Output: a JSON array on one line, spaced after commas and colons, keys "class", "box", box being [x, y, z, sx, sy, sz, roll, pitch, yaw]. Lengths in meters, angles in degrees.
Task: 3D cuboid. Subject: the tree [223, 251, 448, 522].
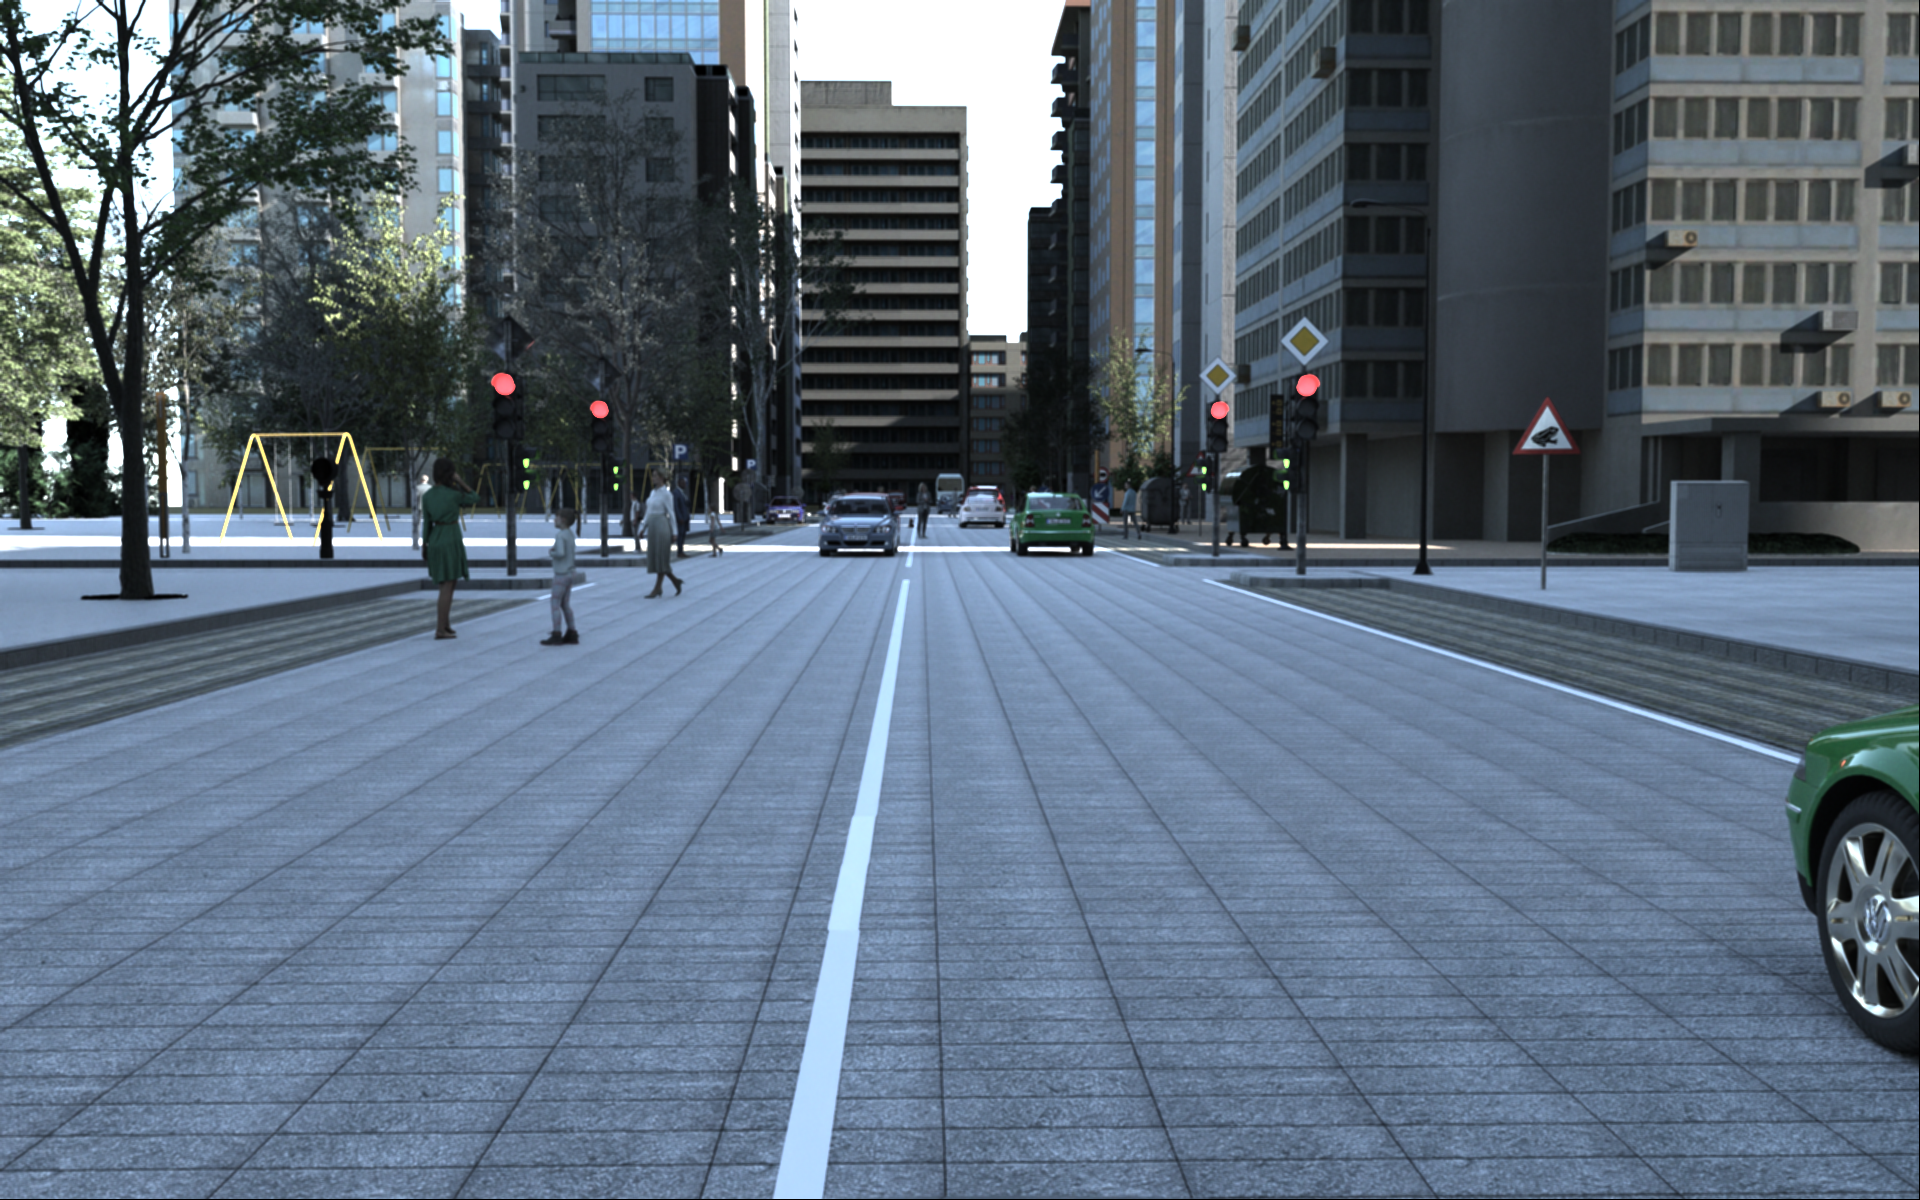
[{"class": "tree", "box": [-28.878, -10.020, 80.838, 9.611, 12.733, 9.660, 0, 3, 0]}]

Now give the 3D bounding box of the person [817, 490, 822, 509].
[{"class": "person", "box": [-12.113, -8.656, 149.045, 0.415, 1.643, 0.593, -1, 4, -11]}]

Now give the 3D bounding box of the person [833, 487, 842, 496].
[{"class": "person", "box": [-6.883, -5.393, 96.860, 0.592, 1.802, 0.473, 0, 4, -6]}]

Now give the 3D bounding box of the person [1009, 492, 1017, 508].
[{"class": "person", "box": [4.622, -8.755, 152.408, 0.599, 1.433, 0.991, -3, 5, -41]}]

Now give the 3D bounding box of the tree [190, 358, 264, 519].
[{"class": "tree", "box": [-37.259, -8.475, 88.921, 4.737, 8.622, 4.395, 0, 3, 0]}]

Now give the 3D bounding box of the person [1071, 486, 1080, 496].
[{"class": "person", "box": [6.896, -5.959, 103.818, 0.623, 1.781, 0.721, 1, 4, 17]}]

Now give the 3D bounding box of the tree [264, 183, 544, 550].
[{"class": "tree", "box": [-12.503, -5.442, 39.335, 4.737, 8.622, 4.395, 0, 3, 0]}]

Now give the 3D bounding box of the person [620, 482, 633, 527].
[{"class": "person", "box": [-12.899, -3.721, 67.109, 0.641, 1.798, 0.478, -1, 4, -12]}]

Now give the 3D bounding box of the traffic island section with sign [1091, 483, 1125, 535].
[{"class": "traffic island section with sign", "box": [4.712, -3.173, 60.509, 1.989, 1.847, 2.006, 0, 4, -1]}]

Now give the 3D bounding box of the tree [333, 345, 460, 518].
[{"class": "tree", "box": [-30.785, -9.595, 91.291, 7.601, 10.594, 8.767, 1, 4, 16]}]

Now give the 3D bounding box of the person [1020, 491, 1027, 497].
[{"class": "person", "box": [5.876, -9.280, 158.566, 0.742, 1.727, 0.445, -2, 4, -34]}]

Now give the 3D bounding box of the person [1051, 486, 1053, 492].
[{"class": "person", "box": [6.280, -6.909, 118.877, 0.709, 1.838, 0.599, -2, 4, -33]}]

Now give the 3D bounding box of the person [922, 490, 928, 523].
[{"class": "person", "box": [-1.791, -4.772, 86.502, 0.573, 1.828, 0.580, 1, 4, 22]}]

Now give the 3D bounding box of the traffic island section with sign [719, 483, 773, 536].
[{"class": "traffic island section with sign", "box": [-7.495, -3.136, 59.898, 1.989, 1.847, 2.006, 0, 4, -1]}]

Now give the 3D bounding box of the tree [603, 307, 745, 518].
[{"class": "tree", "box": [-10.767, -7.128, 66.911, 4.360, 8.622, 3.978, 0, 3, 0]}]

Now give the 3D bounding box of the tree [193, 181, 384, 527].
[{"class": "tree", "box": [-24.783, -9.592, 67.204, 12.009, 13.543, 11.850, 0, 3, 0]}]

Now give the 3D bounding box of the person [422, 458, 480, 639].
[{"class": "person", "box": [-5.148, -0.522, 17.285, 0.600, 1.795, 0.529, 1, 4, 12]}]

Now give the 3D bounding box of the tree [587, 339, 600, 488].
[{"class": "tree", "box": [-15.941, -7.586, 74.399, 4.360, 8.622, 3.978, 0, 3, 0]}]

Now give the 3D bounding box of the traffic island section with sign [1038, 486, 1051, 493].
[{"class": "traffic island section with sign", "box": [4.104, -4.833, 87.650, 1.989, 1.847, 2.006, 0, 4, -1]}]

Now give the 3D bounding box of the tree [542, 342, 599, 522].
[{"class": "tree", "box": [-19.481, -7.955, 80.426, 4.737, 8.622, 4.395, 0, 3, 0]}]

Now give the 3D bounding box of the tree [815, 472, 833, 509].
[{"class": "tree", "box": [-12.010, -9.772, 154.369, 1.663, 3.219, 1.824, 0, 3, 0]}]

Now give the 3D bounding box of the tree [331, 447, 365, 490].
[{"class": "tree", "box": [-37.642, -9.488, 105.488, 4.360, 8.622, 3.978, 0, 3, 0]}]

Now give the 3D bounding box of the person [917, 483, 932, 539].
[{"class": "person", "box": [-1.135, -2.890, 55.934, 0.537, 1.800, 0.526, -1, 4, -15]}]

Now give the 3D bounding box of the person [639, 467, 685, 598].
[{"class": "person", "box": [-4.109, -0.934, 24.004, 0.641, 1.798, 0.478, -2, 4, -34]}]

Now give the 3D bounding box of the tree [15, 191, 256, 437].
[{"class": "tree", "box": [-25.750, -7.290, 53.597, 8.767, 10.594, 7.601, 1, 4, 22]}]

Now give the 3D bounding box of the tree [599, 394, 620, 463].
[{"class": "tree", "box": [-19.525, -8.266, 85.509, 4.737, 8.622, 4.395, 0, 3, 0]}]

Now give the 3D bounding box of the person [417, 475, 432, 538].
[{"class": "person", "box": [-14.943, -2.565, 48.153, 0.661, 1.801, 0.590, -3, 5, -39]}]

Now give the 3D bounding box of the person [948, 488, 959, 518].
[{"class": "person", "box": [-0.296, -5.924, 105.484, 0.853, 1.813, 0.709, -2, 4, -35]}]

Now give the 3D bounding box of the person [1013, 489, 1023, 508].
[{"class": "person", "box": [5.292, -9.351, 159.749, 1.217, 1.723, 0.721, 0, 4, 3]}]

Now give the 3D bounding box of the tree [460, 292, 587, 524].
[{"class": "tree", "box": [-16.538, -6.948, 63.964, 4.360, 8.622, 3.978, 0, 3, 0]}]

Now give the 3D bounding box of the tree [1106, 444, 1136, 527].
[{"class": "tree", "box": [6.606, -4.445, 67.280, 1.663, 3.219, 1.824, 0, 3, 0]}]

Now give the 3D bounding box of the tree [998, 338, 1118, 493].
[{"class": "tree", "box": [5.832, -10.385, 104.203, 7.601, 10.594, 8.767, -1, 4, -15]}]

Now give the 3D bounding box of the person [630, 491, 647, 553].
[{"class": "person", "box": [-7.851, -1.890, 41.999, 0.503, 1.515, 0.523, 3, 5, 43]}]

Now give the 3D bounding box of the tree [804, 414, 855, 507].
[{"class": "tree", "box": [-11.922, -12.731, 158.512, 4.737, 8.622, 4.395, 0, 3, 0]}]

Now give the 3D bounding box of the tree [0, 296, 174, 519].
[{"class": "tree", "box": [-50.893, -11.811, 94.934, 13.155, 14.587, 18.604, -1, 4, -20]}]

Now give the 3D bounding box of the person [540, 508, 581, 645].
[{"class": "person", "box": [-3.804, -0.227, 16.490, 0.394, 1.301, 0.425, -1, 4, -10]}]

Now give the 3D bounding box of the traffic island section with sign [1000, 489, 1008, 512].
[{"class": "traffic island section with sign", "box": [2.994, -7.870, 137.299, 1.989, 1.847, 2.006, 0, 4, -1]}]

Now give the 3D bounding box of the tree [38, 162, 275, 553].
[{"class": "tree", "box": [-17.113, -5.329, 37.493, 4.360, 8.622, 3.978, 0, 3, 0]}]

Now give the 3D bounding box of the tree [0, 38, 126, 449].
[{"class": "tree", "box": [-24.621, -7.631, 42.890, 7.486, 12.596, 7.792, 0, 3, 0]}]

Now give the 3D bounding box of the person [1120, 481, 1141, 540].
[{"class": "person", "box": [5.314, -2.793, 54.028, 0.638, 1.841, 0.748, -2, 4, -32]}]

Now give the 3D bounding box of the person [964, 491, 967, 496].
[{"class": "person", "box": [0.667, -10.595, 182.247, 1.217, 1.766, 0.721, -2, 4, -30]}]

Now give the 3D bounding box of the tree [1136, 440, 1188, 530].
[{"class": "tree", "box": [7.367, -4.134, 62.188, 1.663, 3.219, 1.824, 0, 3, 0]}]

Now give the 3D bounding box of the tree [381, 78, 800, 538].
[{"class": "tree", "box": [-9.935, -8.615, 51.230, 12.009, 13.543, 11.850, 0, 3, 0]}]

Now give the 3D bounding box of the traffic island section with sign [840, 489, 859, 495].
[{"class": "traffic island section with sign", "box": [-9.260, -7.926, 138.218, 1.989, 1.847, 2.006, 0, 4, -1]}]

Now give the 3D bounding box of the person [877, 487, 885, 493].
[{"class": "person", "box": [-4.141, -5.034, 90.780, 0.580, 1.828, 0.573, 2, 4, 35]}]

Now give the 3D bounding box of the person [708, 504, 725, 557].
[{"class": "person", "box": [-5.544, -1.578, 39.313, 0.382, 1.210, 0.505, 0, 4, 3]}]

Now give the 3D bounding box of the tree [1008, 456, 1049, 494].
[{"class": "tree", "box": [5.636, -9.907, 145.697, 4.285, 4.588, 4.351, 0, 3, 0]}]

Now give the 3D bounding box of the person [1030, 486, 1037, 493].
[{"class": "person", "box": [3.249, -4.118, 76.051, 0.641, 1.798, 0.478, 0, 4, -8]}]

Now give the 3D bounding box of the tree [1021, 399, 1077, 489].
[{"class": "tree", "box": [6.063, -10.593, 123.556, 4.360, 8.622, 3.978, 0, 3, 0]}]

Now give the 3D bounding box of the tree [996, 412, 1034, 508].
[{"class": "tree", "box": [5.001, -12.527, 155.172, 4.737, 8.622, 4.395, 0, 3, 0]}]

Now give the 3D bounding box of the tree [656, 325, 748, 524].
[{"class": "tree", "box": [-10.951, -7.592, 74.490, 4.737, 8.622, 4.395, 0, 3, 0]}]

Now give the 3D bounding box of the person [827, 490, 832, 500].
[{"class": "person", "box": [-12.714, -9.996, 169.470, 0.705, 1.826, 1.348, -1, 4, -18]}]

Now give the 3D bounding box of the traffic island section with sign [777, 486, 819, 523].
[{"class": "traffic island section with sign", "box": [-8.091, -4.784, 86.847, 1.989, 1.847, 2.006, 0, 4, -1]}]

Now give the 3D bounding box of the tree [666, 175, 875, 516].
[{"class": "tree", "box": [-11.354, -15.038, 101.762, 12.611, 20.169, 13.585, 0, 3, 0]}]

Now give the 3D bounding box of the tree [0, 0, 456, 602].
[{"class": "tree", "box": [-10.195, -5.808, 20.724, 9.928, 11.665, 9.643, 0, 3, 0]}]

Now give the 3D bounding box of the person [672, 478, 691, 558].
[{"class": "person", "box": [-6.299, -1.859, 39.083, 0.419, 1.800, 0.721, 0, 4, 7]}]

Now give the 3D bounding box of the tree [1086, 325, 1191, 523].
[{"class": "tree", "box": [7.629, -7.677, 75.879, 4.737, 8.622, 4.395, 0, 3, 0]}]

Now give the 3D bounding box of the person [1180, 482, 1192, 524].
[{"class": "person", "box": [9.676, -4.153, 74.143, 0.606, 1.804, 0.583, -2, 4, -30]}]
